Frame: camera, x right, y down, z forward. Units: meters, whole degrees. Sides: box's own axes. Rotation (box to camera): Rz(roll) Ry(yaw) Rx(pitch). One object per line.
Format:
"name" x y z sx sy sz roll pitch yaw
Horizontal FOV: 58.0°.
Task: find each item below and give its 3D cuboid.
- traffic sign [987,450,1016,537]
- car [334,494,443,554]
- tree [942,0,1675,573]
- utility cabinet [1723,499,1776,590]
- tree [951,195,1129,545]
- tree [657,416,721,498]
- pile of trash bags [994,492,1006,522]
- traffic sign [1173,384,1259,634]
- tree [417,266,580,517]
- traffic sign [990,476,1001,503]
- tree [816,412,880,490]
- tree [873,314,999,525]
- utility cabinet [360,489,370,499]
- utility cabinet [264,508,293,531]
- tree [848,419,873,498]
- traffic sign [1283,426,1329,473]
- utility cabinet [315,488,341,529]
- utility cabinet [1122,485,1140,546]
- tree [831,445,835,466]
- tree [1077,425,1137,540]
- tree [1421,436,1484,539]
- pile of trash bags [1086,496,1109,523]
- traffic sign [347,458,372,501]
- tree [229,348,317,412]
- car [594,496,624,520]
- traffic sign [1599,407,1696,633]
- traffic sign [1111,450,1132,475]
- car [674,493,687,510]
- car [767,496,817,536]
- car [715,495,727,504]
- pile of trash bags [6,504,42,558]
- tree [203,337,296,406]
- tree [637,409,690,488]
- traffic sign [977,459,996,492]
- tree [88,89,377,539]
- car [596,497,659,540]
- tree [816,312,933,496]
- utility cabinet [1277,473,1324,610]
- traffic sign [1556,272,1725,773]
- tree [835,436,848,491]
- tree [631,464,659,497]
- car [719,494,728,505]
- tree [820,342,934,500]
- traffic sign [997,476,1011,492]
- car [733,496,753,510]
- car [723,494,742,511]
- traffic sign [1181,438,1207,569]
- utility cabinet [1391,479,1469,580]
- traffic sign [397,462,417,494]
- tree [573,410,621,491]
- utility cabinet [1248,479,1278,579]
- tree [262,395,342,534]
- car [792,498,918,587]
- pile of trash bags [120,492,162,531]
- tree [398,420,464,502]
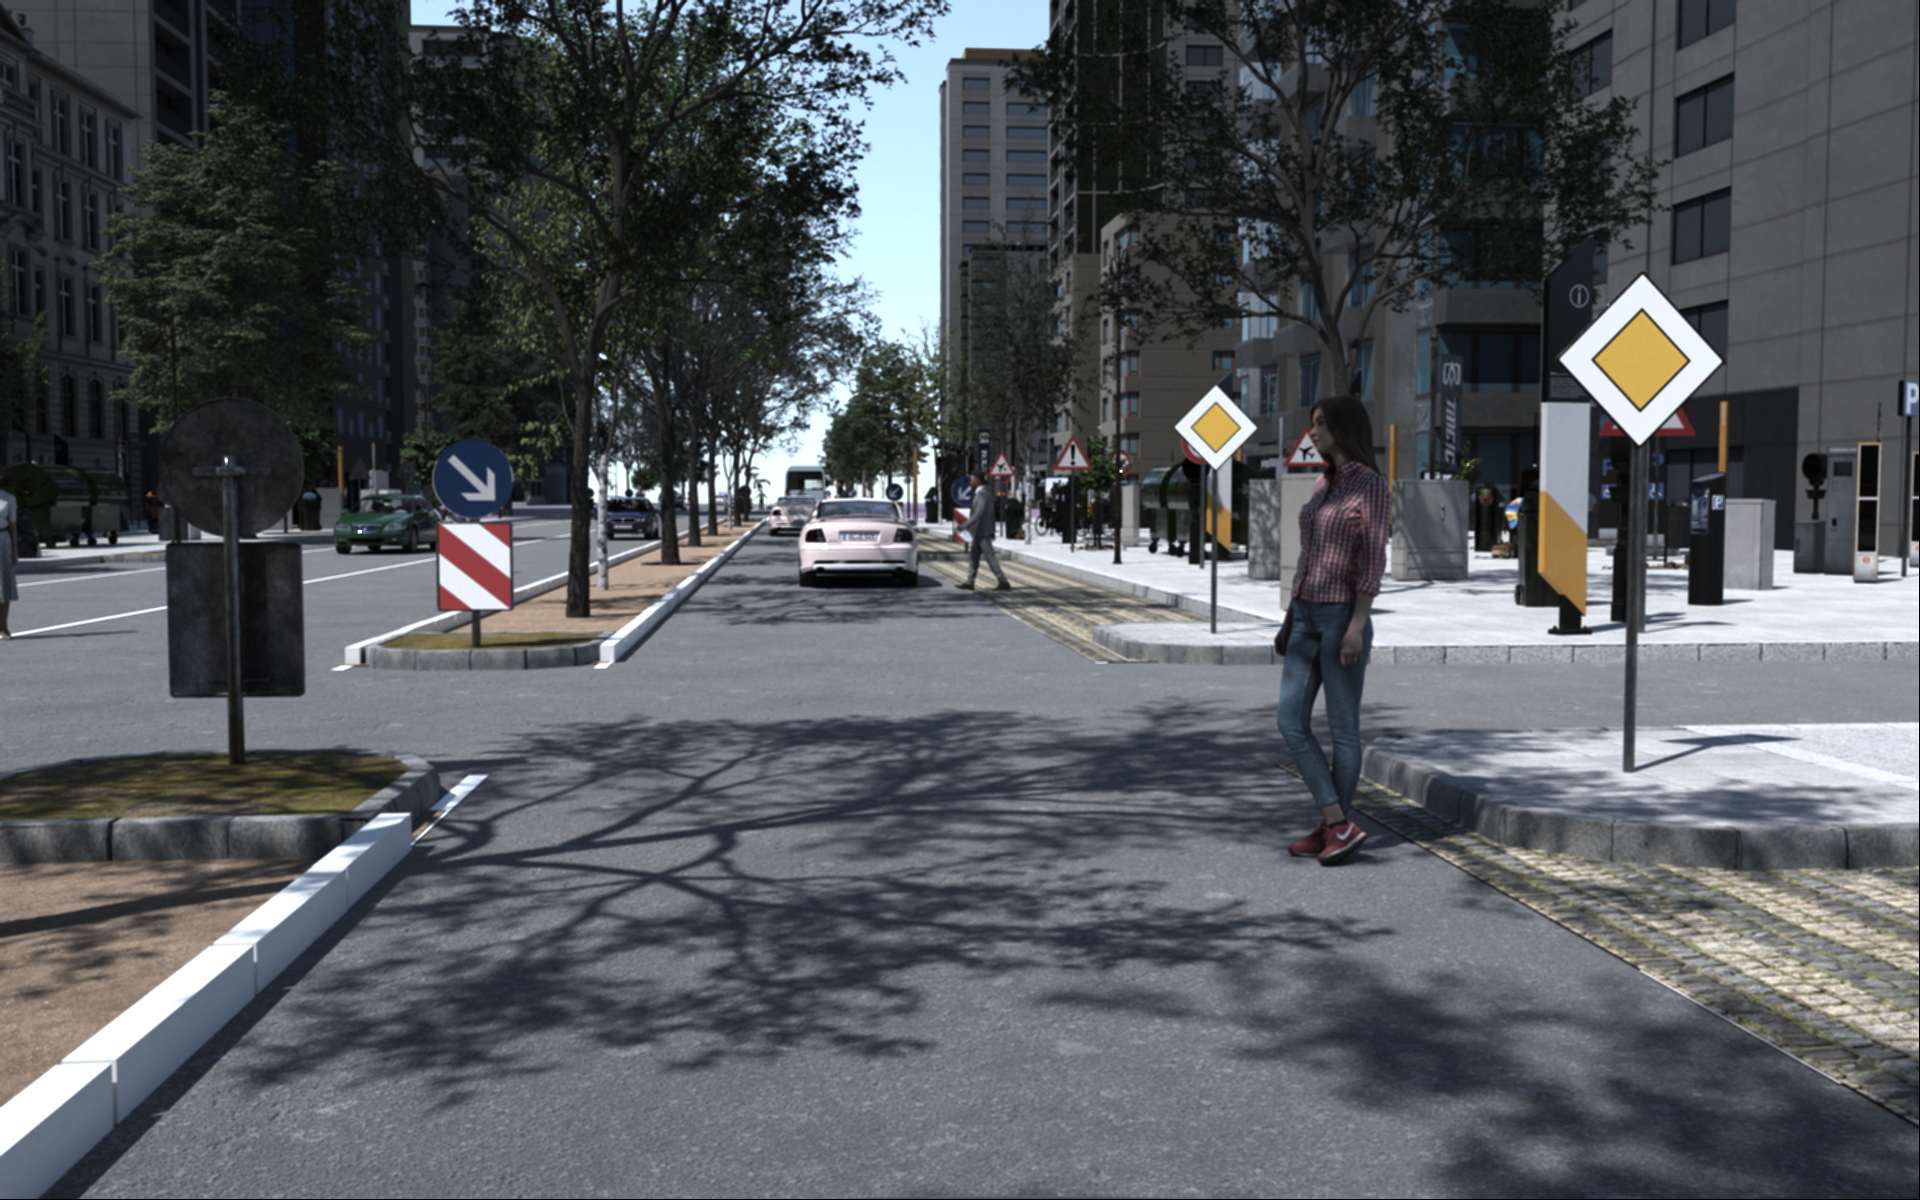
"traffic sign" 1.238 -3.154 51.576 0.884 2.594 0.081 0 4 3
"car" -14.146 -1.914 43.085 2.131 1.459 4.920 0 4 -4
"tree" 4.950 -5.351 21.903 8.767 10.594 7.601 -1 4 -14
"utility cabinet" 10.522 -0.756 23.524 0.306 1.237 1.020 -2 4 -30
"tree" 1.933 -5.714 43.790 4.360 8.622 3.978 0 3 0
"tree" -38.815 -19.933 242.904 9.611 12.733 9.660 0 3 0
"pile of trash bags" 2.079 -4.308 80.182 1.912 1.369 3.447 0 4 -7
"traffic sign" 2.332 -0.749 15.883 0.795 2.450 0.064 0 4 -5
"tree" -25.772 -11.709 98.101 9.857 13.997 8.962 0 3 0
"traffic sign" 1.195 -4.052 66.255 0.884 2.594 0.081 0 4 -4
"tree" -15.595 -19.754 239.981 9.611 12.733 9.660 0 3 0
"tree" -0.702 -7.375 70.940 4.737 8.622 4.395 0 3 0
"utility cabinet" -27.953 -4.504 82.321 1.173 1.500 0.318 2 4 24
"utility cabinet" -24.160 -3.063 61.246 1.020 1.237 0.306 -2 4 -27
"tree" -6.331 -11.743 142.365 4.737 8.622 4.395 0 3 0
"traffic sign" 6.633 -2.033 33.237 0.884 2.594 0.081 0 3 0
"utility cabinet" -23.102 -3.310 62.792 1.173 1.500 0.318 -3 5 -40
"utility cabinet" 4.177 -2.068 42.488 0.318 1.500 1.173 1 4 13
"tree" -12.410 -14.924 194.373 4.737 8.622 4.395 0 3 0
"tree" 3.874 -3.319 48.869 1.663 3.219 1.824 0 3 0
"tree" 14.271 -3.370 49.704 1.663 3.219 1.824 0 3 0
"pile of trash bags" 6.844 -4.096 76.722 3.447 1.369 1.912 -1 4 -21
"traffic sign" -21.465 -3.786 61.909 0.884 2.594 0.081 0 4 3
"tree" -33.912 -8.236 85.019 4.737 8.622 4.395 0 3 0
"car" -19.166 -5.080 95.636 1.945 1.354 3.894 0 4 -6
"traffic sign" 6.291 -0.973 15.919 0.884 2.594 0.081 0 4 -1
"traffic sign" 4.604 -3.064 50.210 0.768 2.556 0.104 0 4 1
"car" -25.125 -8.778 152.563 2.155 1.783 4.494 0 4 -4
"car" -5.679 -2.925 60.188 2.083 1.381 4.827 0 4 -6
"car" -29.796 -12.360 214.447 2.083 1.381 4.827 0 4 -6
"pile of trash bags" -20.245 -1.515 34.517 3.447 1.369 1.912 -2 4 -26
"tree" -31.076 -7.673 75.823 4.360 8.622 3.978 0 3 0
"tree" -36.107 -17.958 211.733 7.486 12.596 7.792 0 3 0
"traffic sign" 0.984 -3.689 60.426 0.768 2.556 0.104 0 4 -2
"tree" -20.276 -7.988 48.735 7.486 12.596 7.792 0 3 0
"car" -10.559 -2.605 55.167 1.945 1.354 3.894 0 4 -6
"tree" -8.834 -19.664 177.402 12.611 20.169 13.585 0 3 0
"utility cabinet" 3.795 -0.602 18.514 0.318 1.500 1.173 -1 4 -11
"traffic sign" 3.084 -0.262 7.933 0.795 2.450 0.064 0 4 -5
"tree" -7.411 -12.065 147.626 4.737 8.622 4.395 0 3 0
"tree" -34.022 -12.411 186.634 4.285 4.588 4.351 0 3 0
"car" -30.846 -13.331 227.560 1.945 1.707 3.694 0 4 -7
"tree" -5.518 -12.920 129.364 7.486 12.596 7.792 0 3 0
"traffic sign" 2.083 -5.080 83.162 0.768 2.556 0.104 0 4 -1
"car" -20.299 -9.271 161.803 2.015 1.641 3.980 0 4 -4
"car" -19.566 -8.478 150.615 2.014 1.417 4.499 0 4 -6
"traffic sign" 4.165 -1.811 29.724 0.768 2.556 0.104 0 4 -2
"utility cabinet" 7.005 -1.045 25.770 1.173 1.500 0.318 -1 4 -22
"traffic sign" -21.889 -4.185 68.525 0.768 2.556 0.104 0 4 -5
"tree" -30.038 -11.863 144.319 4.360 8.622 3.978 0 3 0
"utility cabinet" 4.923 -1.051 25.864 1.173 1.500 0.318 2 4 29
"tree" -21.733 -4.409 55.795 4.285 4.588 4.351 0 3 0
"car" -1.695 -0.970 28.228 2.083 1.381 4.827 0 4 -5
"pile of trash bags" -29.333 -3.066 59.877 3.447 1.369 1.912 -3 5 -41
"tree" -23.402 -5.705 76.998 4.285 4.588 4.351 0 3 0
